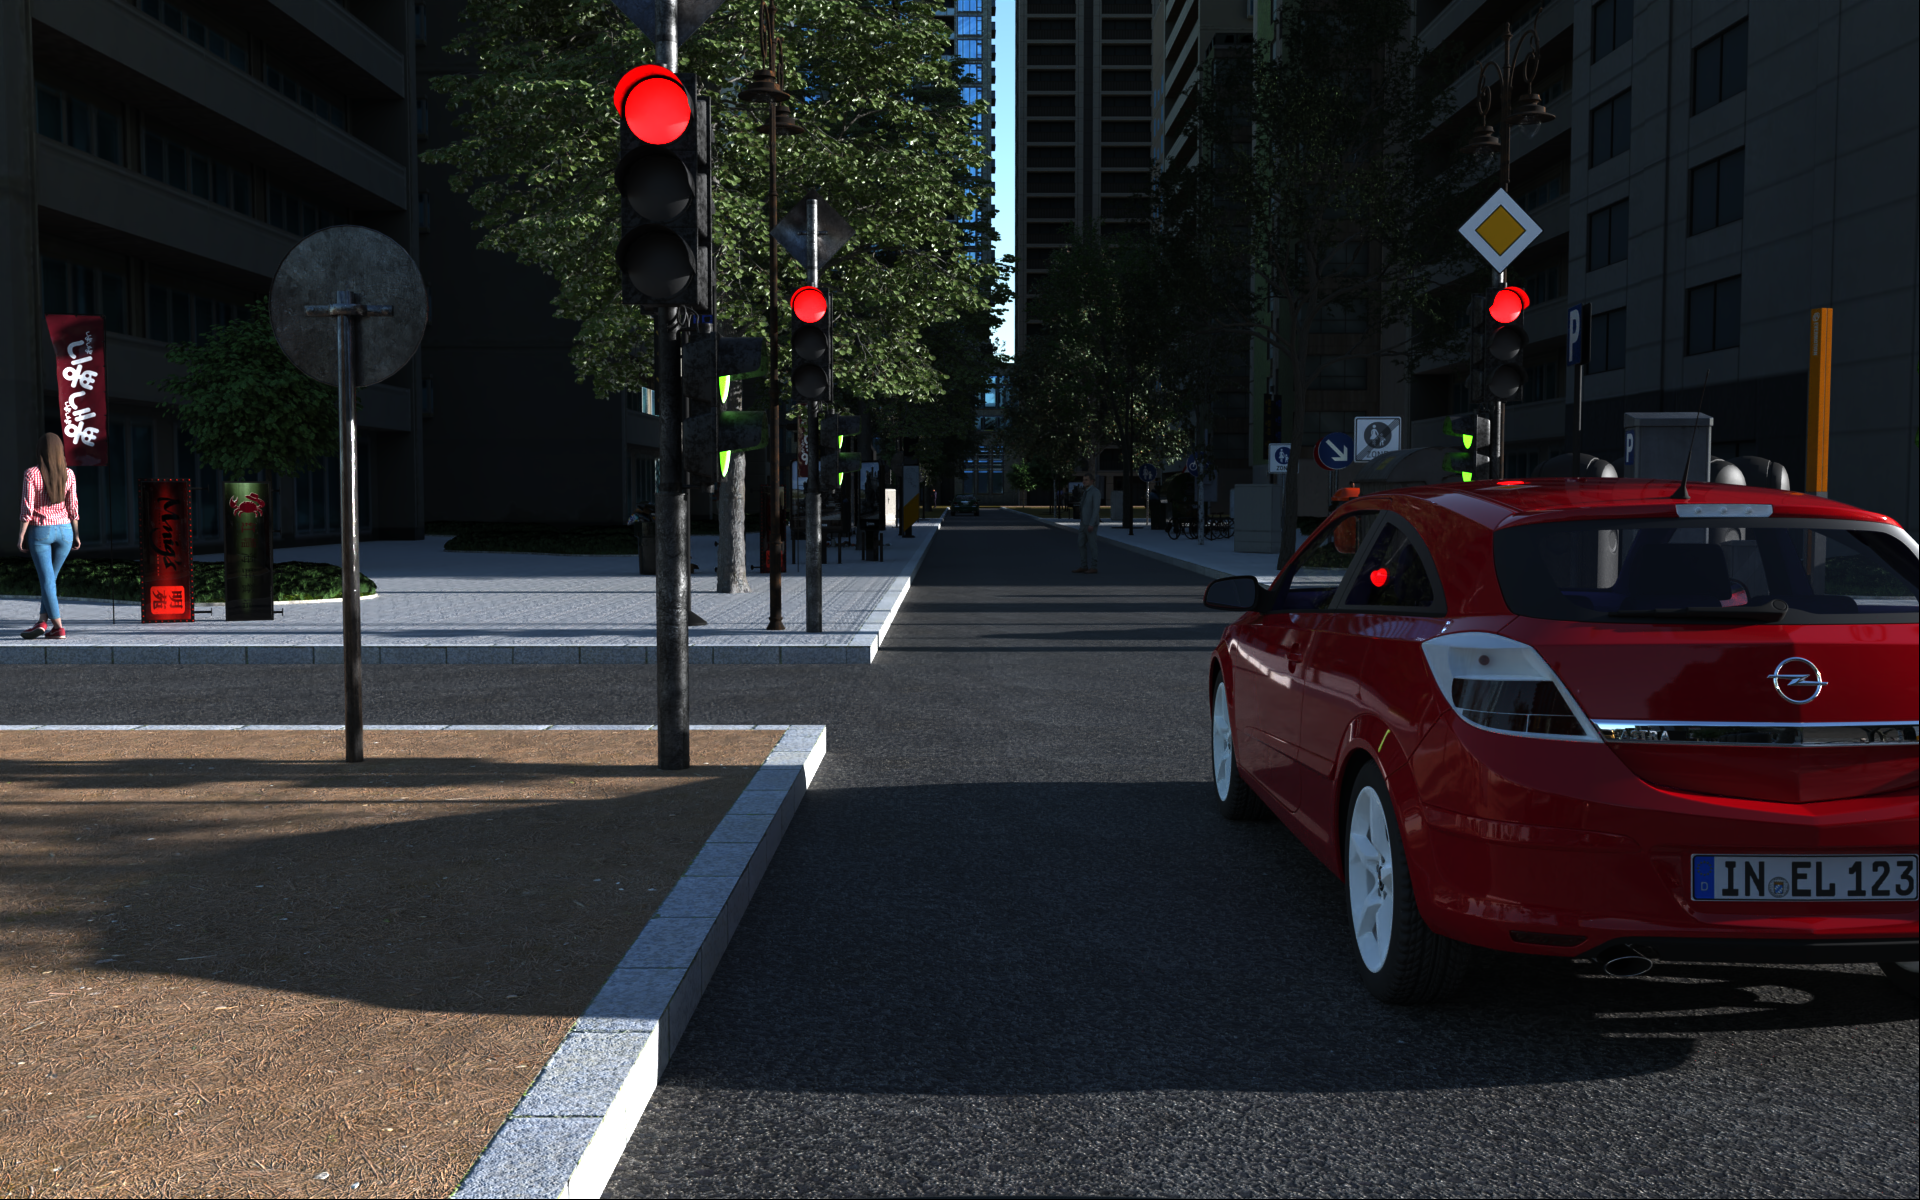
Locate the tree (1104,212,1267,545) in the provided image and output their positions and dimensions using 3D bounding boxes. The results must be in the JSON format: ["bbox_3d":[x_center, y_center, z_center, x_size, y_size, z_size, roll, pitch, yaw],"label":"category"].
[{"bbox_3d":[5.871,-5.691,43.413,4.360,8.622,3.978,0,3,0],"label":"tree"}]

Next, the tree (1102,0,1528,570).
[{"bbox_3d":[5.804,-5.770,28.752,7.601,10.594,8.767,1,4,22],"label":"tree"}]

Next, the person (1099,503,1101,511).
[{"bbox_3d":[8.133,-5.807,104.184,0.799,1.438,0.628,2,4,24],"label":"person"}]

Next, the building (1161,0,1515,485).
[{"bbox_3d":[27.081,-30.956,129.832,21.300,48.544,21.600,0,3,0],"label":"building"}]

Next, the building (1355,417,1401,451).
[{"bbox_3d":[41.713,-21.673,199.390,28.899,21.520,27.650,0,3,0],"label":"building"}]

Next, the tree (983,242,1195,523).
[{"bbox_3d":[5.835,-9.836,77.829,9.611,12.733,9.660,0,3,0],"label":"tree"}]

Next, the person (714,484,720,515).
[{"bbox_3d":[-12.398,-5.127,89.848,0.573,1.828,0.580,2,4,28],"label":"person"}]

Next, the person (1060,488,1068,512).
[{"bbox_3d":[7.754,-7.363,127.155,0.721,1.735,1.217,-3,5,-41],"label":"person"}]

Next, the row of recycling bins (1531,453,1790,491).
[{"bbox_3d":[7.392,-0.673,18.114,3.534,1.692,1.069,-2,4,-29],"label":"row of recycling bins"}]

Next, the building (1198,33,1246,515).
[{"bbox_3d":[22.404,-20.847,112.554,14.160,30.474,14.107,0,3,0],"label":"building"}]

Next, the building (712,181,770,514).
[{"bbox_3d":[-26.475,-15.983,106.355,27.650,21.520,28.899,0,3,0],"label":"building"}]

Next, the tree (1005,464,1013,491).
[{"bbox_3d":[5.765,-10.648,157.806,4.285,4.588,4.351,0,3,0],"label":"tree"}]

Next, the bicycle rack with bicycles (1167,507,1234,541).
[{"bbox_3d":[7.137,-2.170,48.860,2.925,0.926,2.852,-2,4,-24],"label":"bicycle rack with bicycles"}]

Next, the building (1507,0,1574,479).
[{"bbox_3d":[28.476,-26.544,57.692,21.300,48.544,21.600,0,3,0],"label":"building"}]

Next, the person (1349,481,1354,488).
[{"bbox_3d":[16.404,-4.058,72.383,0.794,1.824,0.713,1,4,21],"label":"person"}]

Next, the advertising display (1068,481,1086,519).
[{"bbox_3d":[5.963,-5.086,88.369,0.974,1.923,0.123,2,4,27],"label":"advertising display"}]

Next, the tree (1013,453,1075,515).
[{"bbox_3d":[6.306,-8.278,119.061,4.285,4.588,4.351,0,3,0],"label":"tree"}]

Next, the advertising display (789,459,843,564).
[{"bbox_3d":[-2.635,-1.624,31.766,0.974,1.923,0.123,-1,4,-12],"label":"advertising display"}]

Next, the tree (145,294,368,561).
[{"bbox_3d":[-11.514,-2.742,28.544,4.285,4.588,4.351,0,3,0],"label":"tree"}]

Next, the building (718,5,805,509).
[{"bbox_3d":[-28.516,-32.082,144.149,30.456,49.044,23.786,0,3,0],"label":"building"}]

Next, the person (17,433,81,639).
[{"bbox_3d":[-8.045,-0.567,15.331,0.388,1.821,0.555,2,4,24],"label":"person"}]

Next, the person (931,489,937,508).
[{"bbox_3d":[-2.462,-9.467,161.277,0.568,1.767,0.683,-2,4,-24],"label":"person"}]

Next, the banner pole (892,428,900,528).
[{"bbox_3d":[-2.331,-4.644,65.951,0.401,3.779,0.863,-1,4,-22],"label":"banner pole"}]

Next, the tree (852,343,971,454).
[{"bbox_3d":[-2.930,-10.032,98.437,8.767,10.594,7.601,3,5,43],"label":"tree"}]

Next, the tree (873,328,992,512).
[{"bbox_3d":[-2.335,-13.505,127.468,9.857,13.997,8.962,0,3,0],"label":"tree"}]

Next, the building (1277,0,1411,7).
[{"bbox_3d":[22.172,-19.103,84.038,14.160,30.474,14.107,0,3,0],"label":"building"}]

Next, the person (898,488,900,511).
[{"bbox_3d":[-4.651,-7.530,129.819,0.551,1.740,0.621,-2,4,-29],"label":"person"}]

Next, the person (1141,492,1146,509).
[{"bbox_3d":[15.757,-8.572,146.289,0.705,1.812,1.348,3,5,41],"label":"person"}]

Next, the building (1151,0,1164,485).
[{"bbox_3d":[24.062,-30.439,147.791,14.600,45.320,14.200,0,3,0],"label":"building"}]

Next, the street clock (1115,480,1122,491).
[{"bbox_3d":[8.041,-5.098,87.924,0.358,2.002,0.471,0,4,-6],"label":"street clock"}]

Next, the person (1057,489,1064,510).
[{"bbox_3d":[8.214,-8.342,142.297,0.709,1.838,0.599,1,4,15],"label":"person"}]

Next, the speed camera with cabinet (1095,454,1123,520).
[{"bbox_3d":[7.351,-5.515,84.500,2.038,3.252,0.660,1,4,12],"label":"speed camera with cabinet"}]

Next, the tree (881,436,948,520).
[{"bbox_3d":[-2.247,-6.193,84.971,4.285,4.588,4.351,0,3,0],"label":"tree"}]

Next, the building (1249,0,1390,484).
[{"bbox_3d":[23.508,-25.356,98.158,14.154,41.232,14.086,0,3,0],"label":"building"}]

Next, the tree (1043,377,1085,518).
[{"bbox_3d":[5.180,-8.784,93.980,4.737,8.622,4.395,0,3,0],"label":"tree"}]

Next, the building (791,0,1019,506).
[{"bbox_3d":[-9.134,-54.000,195.567,31.000,86.520,22.319,0,3,0],"label":"building"}]

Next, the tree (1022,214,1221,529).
[{"bbox_3d":[6.157,-8.481,64.420,9.928,11.665,9.643,0,3,0],"label":"tree"}]

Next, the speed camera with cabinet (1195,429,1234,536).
[{"bbox_3d":[8.177,-3.566,52.646,2.038,3.252,0.660,1,4,11],"label":"speed camera with cabinet"}]

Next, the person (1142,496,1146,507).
[{"bbox_3d":[17.907,-9.840,166.943,0.705,1.823,1.348,2,4,33],"label":"person"}]

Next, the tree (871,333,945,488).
[{"bbox_3d":[-2.276,-7.283,69.435,4.360,8.622,3.978,0,3,0],"label":"tree"}]

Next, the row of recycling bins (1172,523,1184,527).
[{"bbox_3d":[8.550,-3.845,69.985,1.069,1.692,3.534,1,4,11],"label":"row of recycling bins"}]

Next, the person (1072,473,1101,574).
[{"bbox_3d":[2.337,-1.389,31.318,0.391,1.810,0.635,-2,4,-27],"label":"person"}]

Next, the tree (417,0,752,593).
[{"bbox_3d":[-3.401,-6.369,22.261,7.486,12.596,7.792,0,3,0],"label":"tree"}]

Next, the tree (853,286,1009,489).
[{"bbox_3d":[-2.074,-17.655,144.553,12.611,20.169,13.585,0,3,0],"label":"tree"}]

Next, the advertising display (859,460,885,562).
[{"bbox_3d":[-1.684,-1.709,33.163,0.123,1.923,0.974,-2,4,-27],"label":"advertising display"}]

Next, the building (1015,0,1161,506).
[{"bbox_3d":[16.674,-46.250,194.433,20.611,71.187,20.563,0,3,0],"label":"building"}]

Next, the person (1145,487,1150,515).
[{"bbox_3d":[11.552,-6.039,105.561,0.721,1.735,1.217,1,4,22],"label":"person"}]
